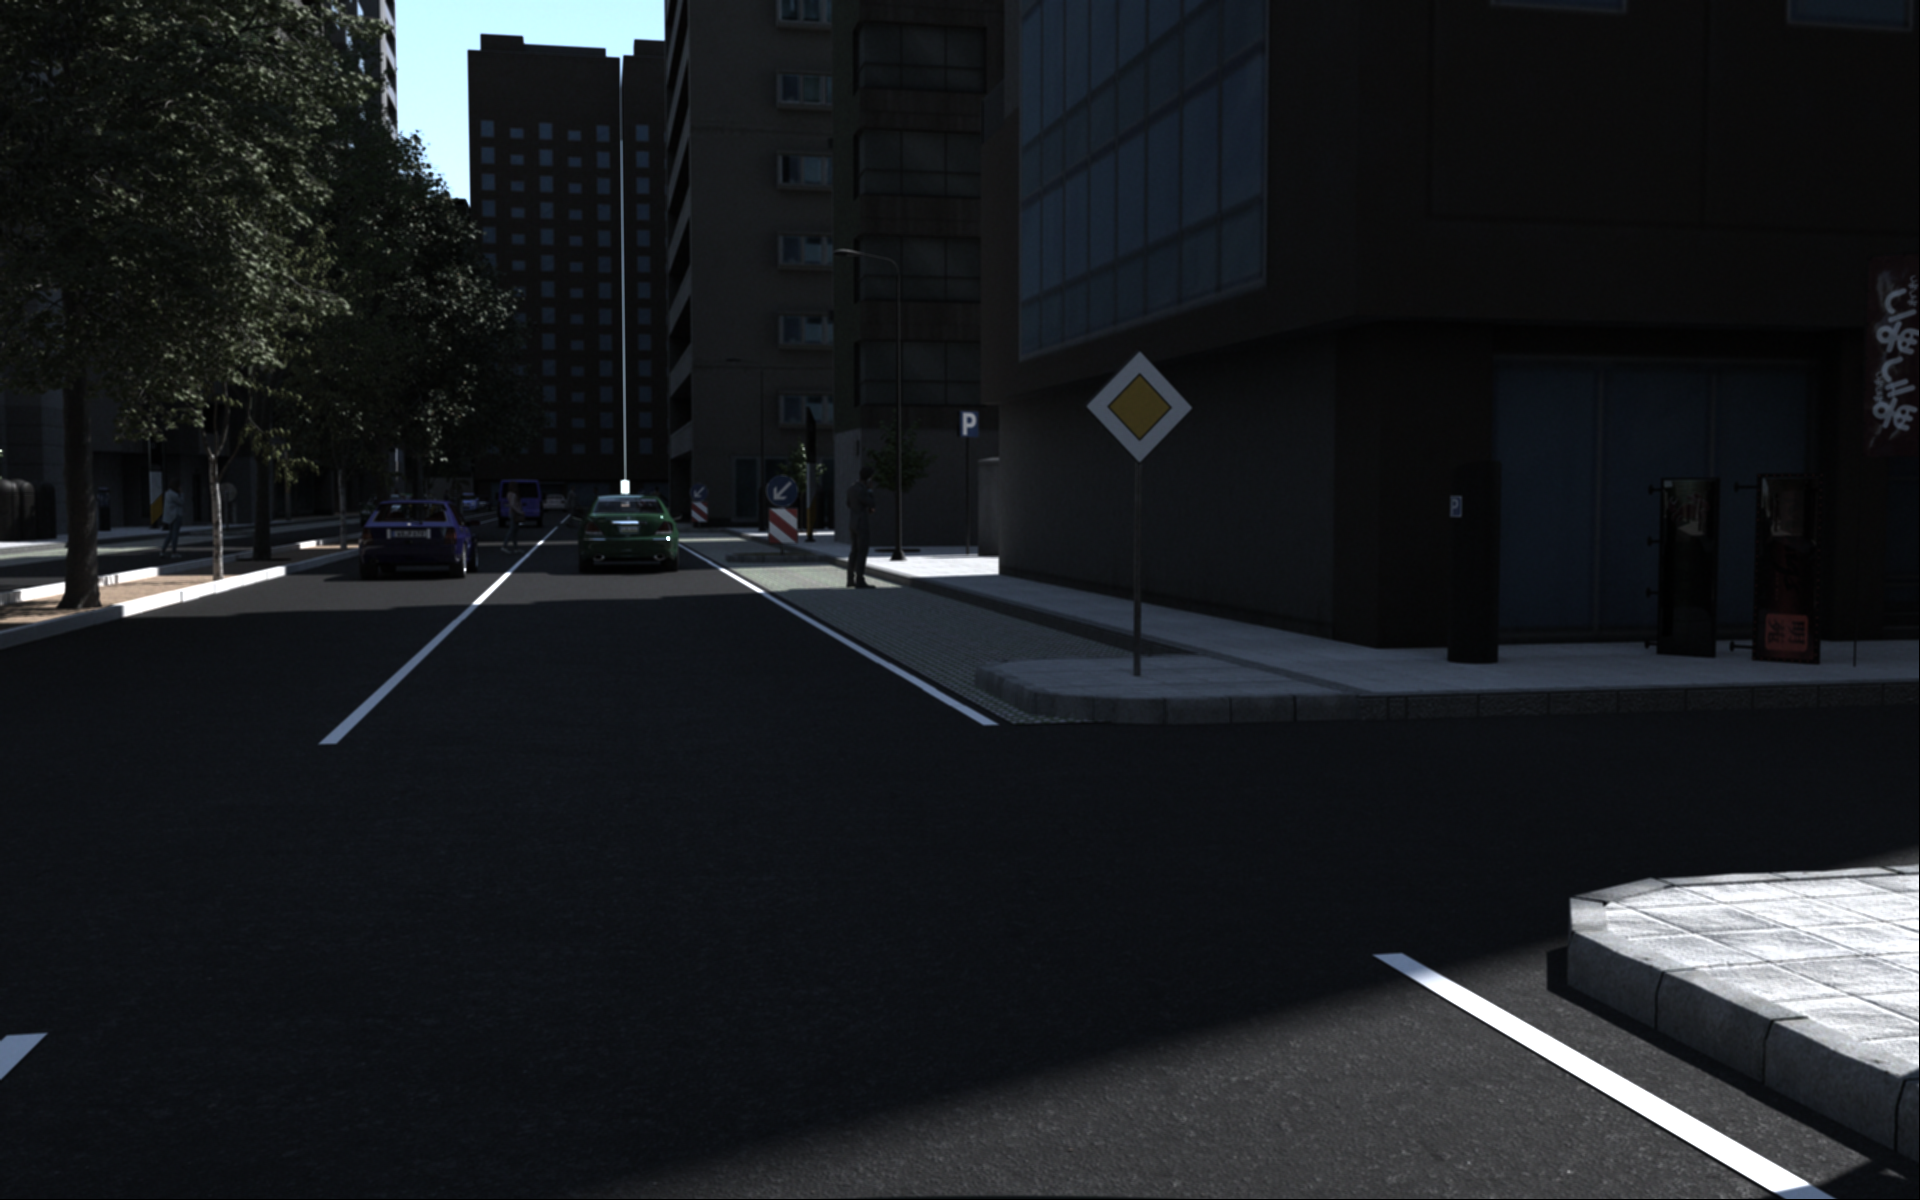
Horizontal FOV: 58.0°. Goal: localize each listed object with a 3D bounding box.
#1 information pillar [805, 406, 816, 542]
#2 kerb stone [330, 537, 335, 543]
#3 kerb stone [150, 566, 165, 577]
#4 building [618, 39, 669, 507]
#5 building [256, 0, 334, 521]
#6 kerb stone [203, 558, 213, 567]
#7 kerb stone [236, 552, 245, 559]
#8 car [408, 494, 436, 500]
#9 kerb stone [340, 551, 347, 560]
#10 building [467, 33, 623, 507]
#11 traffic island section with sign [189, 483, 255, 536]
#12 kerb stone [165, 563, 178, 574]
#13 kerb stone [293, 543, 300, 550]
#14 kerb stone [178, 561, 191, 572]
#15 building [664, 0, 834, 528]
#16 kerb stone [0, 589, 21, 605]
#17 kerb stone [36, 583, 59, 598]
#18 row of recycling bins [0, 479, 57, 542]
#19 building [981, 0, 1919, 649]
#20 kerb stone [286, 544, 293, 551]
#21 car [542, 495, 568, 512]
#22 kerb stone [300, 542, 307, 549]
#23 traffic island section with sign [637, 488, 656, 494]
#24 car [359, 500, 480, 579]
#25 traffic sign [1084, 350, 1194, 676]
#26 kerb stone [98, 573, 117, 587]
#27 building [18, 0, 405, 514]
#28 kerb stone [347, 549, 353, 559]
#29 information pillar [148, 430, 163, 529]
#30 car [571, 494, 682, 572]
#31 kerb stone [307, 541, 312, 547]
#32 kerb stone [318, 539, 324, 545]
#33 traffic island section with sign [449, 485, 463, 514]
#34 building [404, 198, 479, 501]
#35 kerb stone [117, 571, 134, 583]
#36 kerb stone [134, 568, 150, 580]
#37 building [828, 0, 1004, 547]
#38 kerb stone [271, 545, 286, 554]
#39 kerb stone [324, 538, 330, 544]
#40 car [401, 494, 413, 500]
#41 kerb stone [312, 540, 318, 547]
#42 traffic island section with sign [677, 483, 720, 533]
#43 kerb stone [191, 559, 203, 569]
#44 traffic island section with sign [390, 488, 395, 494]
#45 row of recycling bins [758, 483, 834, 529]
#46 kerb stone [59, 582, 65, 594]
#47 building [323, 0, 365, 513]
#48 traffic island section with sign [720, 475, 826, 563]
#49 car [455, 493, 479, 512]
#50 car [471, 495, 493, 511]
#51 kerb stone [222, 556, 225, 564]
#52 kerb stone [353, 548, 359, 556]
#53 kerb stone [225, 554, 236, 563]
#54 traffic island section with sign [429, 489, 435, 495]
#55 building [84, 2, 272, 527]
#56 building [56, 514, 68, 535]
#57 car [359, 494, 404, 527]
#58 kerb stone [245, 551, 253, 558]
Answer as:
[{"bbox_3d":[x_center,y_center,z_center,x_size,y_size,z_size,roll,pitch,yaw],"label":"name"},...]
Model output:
[{"bbox_3d":[-4.003,-3.375,46.540,0.183,3.616,0.504,1,4,17],"label":"information pillar"},{"bbox_3d":[-18.277,-1.704,50.054,0.120,0.150,1.000,-1,4,-12],"label":"kerb stone"},{"bbox_3d":[-14.008,-0.477,29.996,0.120,0.150,1.000,-1,4,-12],"label":"kerb stone"},{"bbox_3d":[-26.770,-32.130,175.437,14.200,45.320,14.600,-1,4,-12],"label":"building"},{"bbox_3d":[-45.840,-28.529,90.158,21.300,48.544,21.600,-1,4,-12],"label":"building"},{"bbox_3d":[-14.860,-0.722,34.011,0.120,0.150,1.000,-1,4,-12],"label":"kerb stone"},{"bbox_3d":[-15.504,-0.898,37.010,0.120,0.150,1.000,-1,4,-12],"label":"kerb stone"},{"bbox_3d":[-31.352,-5.544,100.865,2.015,1.641,3.980,-1,4,-10],"label":"car"},{"bbox_3d":[-13.451,-0.932,37.441,0.120,0.150,1.000,-1,4,-12],"label":"kerb stone"},{"bbox_3d":[-41.133,-32.008,173.434,14.200,45.320,14.600,-1,4,-12],"label":"building"},{"bbox_3d":[-25.233,-3.113,59.527,1.989,1.847,2.006,-1,4,-12],"label":"traffic island section with sign"},{"bbox_3d":[-14.221,-0.534,30.999,0.120,0.150,1.000,-1,4,-12],"label":"kerb stone"},{"bbox_3d":[-16.992,-1.336,44.034,0.120,0.150,1.000,-1,4,-12],"label":"kerb stone"},{"bbox_3d":[-14.433,-0.600,32.003,0.120,0.150,1.000,-1,4,-12],"label":"kerb stone"},{"bbox_3d":[-1.848,-27.701,76.620,21.300,48.544,21.600,-1,4,-12],"label":"building"},{"bbox_3d":[-12.511,-0.047,22.963,0.120,0.150,1.000,-1,4,-12],"label":"kerb stone"},{"bbox_3d":[-12.724,-0.104,23.964,0.120,0.150,1.000,-1,4,-12],"label":"kerb stone"},{"bbox_3d":[-26.120,-2.518,48.276,1.069,1.692,3.534,-1,4,-9],"label":"row of recycling bins"},{"bbox_3d":[8.648,-22.669,20.745,14.200,45.320,14.600,-1,4,-12],"label":"building"},{"bbox_3d":[-16.780,-1.274,43.025,0.120,0.150,1.000,-1,4,-12],"label":"kerb stone"},{"bbox_3d":[-32.212,-7.678,137.902,2.083,1.381,4.827,-1,4,-10],"label":"car"},{"bbox_3d":[-17.208,-1.398,45.048,0.120,0.150,1.000,-1,4,-12],"label":"kerb stone"},{"bbox_3d":[-25.566,-7.936,138.380,1.989,1.847,2.006,-1,4,-12],"label":"traffic island section with sign"},{"bbox_3d":[-9.534,-1.106,30.665,1.945,1.354,3.894,-1,4,-11],"label":"car"},{"bbox_3d":[1.246,-0.520,12.152,0.795,2.450,0.064,-1,4,-12],"label":"traffic sign"},{"bbox_3d":[-13.376,-0.291,26.983,0.120,0.150,1.000,-1,4,-12],"label":"kerb stone"},{"bbox_3d":[-60.807,-36.637,141.014,28.212,58.520,21.231,-1,4,-12],"label":"building"},{"bbox_3d":[-13.661,-0.987,38.441,0.120,0.150,1.000,-1,4,-12],"label":"kerb stone"},{"bbox_3d":[-29.598,-4.425,63.711,0.183,3.616,0.504,2,4,26],"label":"information pillar"},{"bbox_3d":[-6.386,-1.314,33.280,2.131,1.459,4.920,-1,4,-11],"label":"car"},{"bbox_3d":[-17.428,-1.459,46.046,0.120,0.150,1.000,-1,4,-12],"label":"kerb stone"},{"bbox_3d":[-17.847,-1.582,48.055,0.120,0.150,1.000,-1,4,-12],"label":"kerb stone"},{"bbox_3d":[-24.274,-4.597,83.290,2.006,1.907,1.989,-1,4,-12],"label":"traffic island section with sign"},{"bbox_3d":[-54.768,-24.359,169.966,14.107,30.474,14.160,-1,4,-12],"label":"building"},{"bbox_3d":[-13.578,-0.353,27.990,0.120,0.150,1.000,-1,4,-12],"label":"kerb stone"},{"bbox_3d":[-13.795,-0.415,28.996,0.120,0.150,1.000,-1,4,-12],"label":"kerb stone"},{"bbox_3d":[3.044,-16.977,49.284,14.160,30.474,14.107,-1,4,-12],"label":"building"},{"bbox_3d":[-16.562,-1.213,42.023,0.120,0.150,1.000,-1,4,-12],"label":"kerb stone"},{"bbox_3d":[-18.063,-1.643,49.054,0.120,0.150,1.000,-1,4,-12],"label":"kerb stone"},{"bbox_3d":[-38.174,-6.753,119.215,1.959,1.807,4.718,-1,4,-13],"label":"car"},{"bbox_3d":[-17.637,-1.520,47.047,0.120,0.150,1.000,-1,4,-12],"label":"kerb stone"},{"bbox_3d":[-9.866,-3.417,64.499,1.989,1.847,2.006,-1,4,-12],"label":"traffic island section with sign"},{"bbox_3d":[-14.647,-0.661,33.005,0.120,0.150,1.000,-1,4,-12],"label":"kerb stone"},{"bbox_3d":[-35.686,-6.122,108.716,1.989,1.847,2.006,-1,4,-12],"label":"traffic island section with sign"},{"bbox_3d":[-5.728,-3.445,63.432,3.534,1.692,1.069,1,4,15],"label":"row of recycling bins"},{"bbox_3d":[-12.944,-0.164,24.971,0.120,0.150,1.000,-1,4,-12],"label":"kerb stone"},{"bbox_3d":[-52.207,-30.321,115.352,23.786,49.044,30.456,-1,4,-12],"label":"building"},{"bbox_3d":[-3.953,-1.720,36.756,1.989,1.847,2.006,-1,4,-12],"label":"traffic island section with sign"},{"bbox_3d":[-39.687,-7.945,139.490,1.945,1.707,3.694,-1,4,-12],"label":"car"},{"bbox_3d":[-40.738,-8.255,147.548,1.945,1.354,3.894,-1,4,-13],"label":"car"},{"bbox_3d":[-15.070,-0.780,35.012,0.120,0.150,1.000,-1,4,-12],"label":"kerb stone"},{"bbox_3d":[-13.878,-1.055,39.440,0.120,0.150,1.000,-1,4,-12],"label":"kerb stone"},{"bbox_3d":[-15.283,-0.839,36.012,0.120,0.150,1.000,-1,4,-12],"label":"kerb stone"},{"bbox_3d":[-41.374,-7.757,135.450,1.989,1.847,2.006,-1,4,-12],"label":"traffic island section with sign"},{"bbox_3d":[-36.722,-18.223,69.653,14.160,30.474,14.107,-1,4,-12],"label":"building"},{"bbox_3d":[-36.115,-30.408,39.172,21.231,58.520,28.212,-1,4,-12],"label":"building"},{"bbox_3d":[-25.747,-4.028,77.660,2.131,1.459,4.920,-1,4,-12],"label":"car"},{"bbox_3d":[-15.709,-0.967,38.015,0.120,0.150,1.000,-1,4,-12],"label":"kerb stone"}]
